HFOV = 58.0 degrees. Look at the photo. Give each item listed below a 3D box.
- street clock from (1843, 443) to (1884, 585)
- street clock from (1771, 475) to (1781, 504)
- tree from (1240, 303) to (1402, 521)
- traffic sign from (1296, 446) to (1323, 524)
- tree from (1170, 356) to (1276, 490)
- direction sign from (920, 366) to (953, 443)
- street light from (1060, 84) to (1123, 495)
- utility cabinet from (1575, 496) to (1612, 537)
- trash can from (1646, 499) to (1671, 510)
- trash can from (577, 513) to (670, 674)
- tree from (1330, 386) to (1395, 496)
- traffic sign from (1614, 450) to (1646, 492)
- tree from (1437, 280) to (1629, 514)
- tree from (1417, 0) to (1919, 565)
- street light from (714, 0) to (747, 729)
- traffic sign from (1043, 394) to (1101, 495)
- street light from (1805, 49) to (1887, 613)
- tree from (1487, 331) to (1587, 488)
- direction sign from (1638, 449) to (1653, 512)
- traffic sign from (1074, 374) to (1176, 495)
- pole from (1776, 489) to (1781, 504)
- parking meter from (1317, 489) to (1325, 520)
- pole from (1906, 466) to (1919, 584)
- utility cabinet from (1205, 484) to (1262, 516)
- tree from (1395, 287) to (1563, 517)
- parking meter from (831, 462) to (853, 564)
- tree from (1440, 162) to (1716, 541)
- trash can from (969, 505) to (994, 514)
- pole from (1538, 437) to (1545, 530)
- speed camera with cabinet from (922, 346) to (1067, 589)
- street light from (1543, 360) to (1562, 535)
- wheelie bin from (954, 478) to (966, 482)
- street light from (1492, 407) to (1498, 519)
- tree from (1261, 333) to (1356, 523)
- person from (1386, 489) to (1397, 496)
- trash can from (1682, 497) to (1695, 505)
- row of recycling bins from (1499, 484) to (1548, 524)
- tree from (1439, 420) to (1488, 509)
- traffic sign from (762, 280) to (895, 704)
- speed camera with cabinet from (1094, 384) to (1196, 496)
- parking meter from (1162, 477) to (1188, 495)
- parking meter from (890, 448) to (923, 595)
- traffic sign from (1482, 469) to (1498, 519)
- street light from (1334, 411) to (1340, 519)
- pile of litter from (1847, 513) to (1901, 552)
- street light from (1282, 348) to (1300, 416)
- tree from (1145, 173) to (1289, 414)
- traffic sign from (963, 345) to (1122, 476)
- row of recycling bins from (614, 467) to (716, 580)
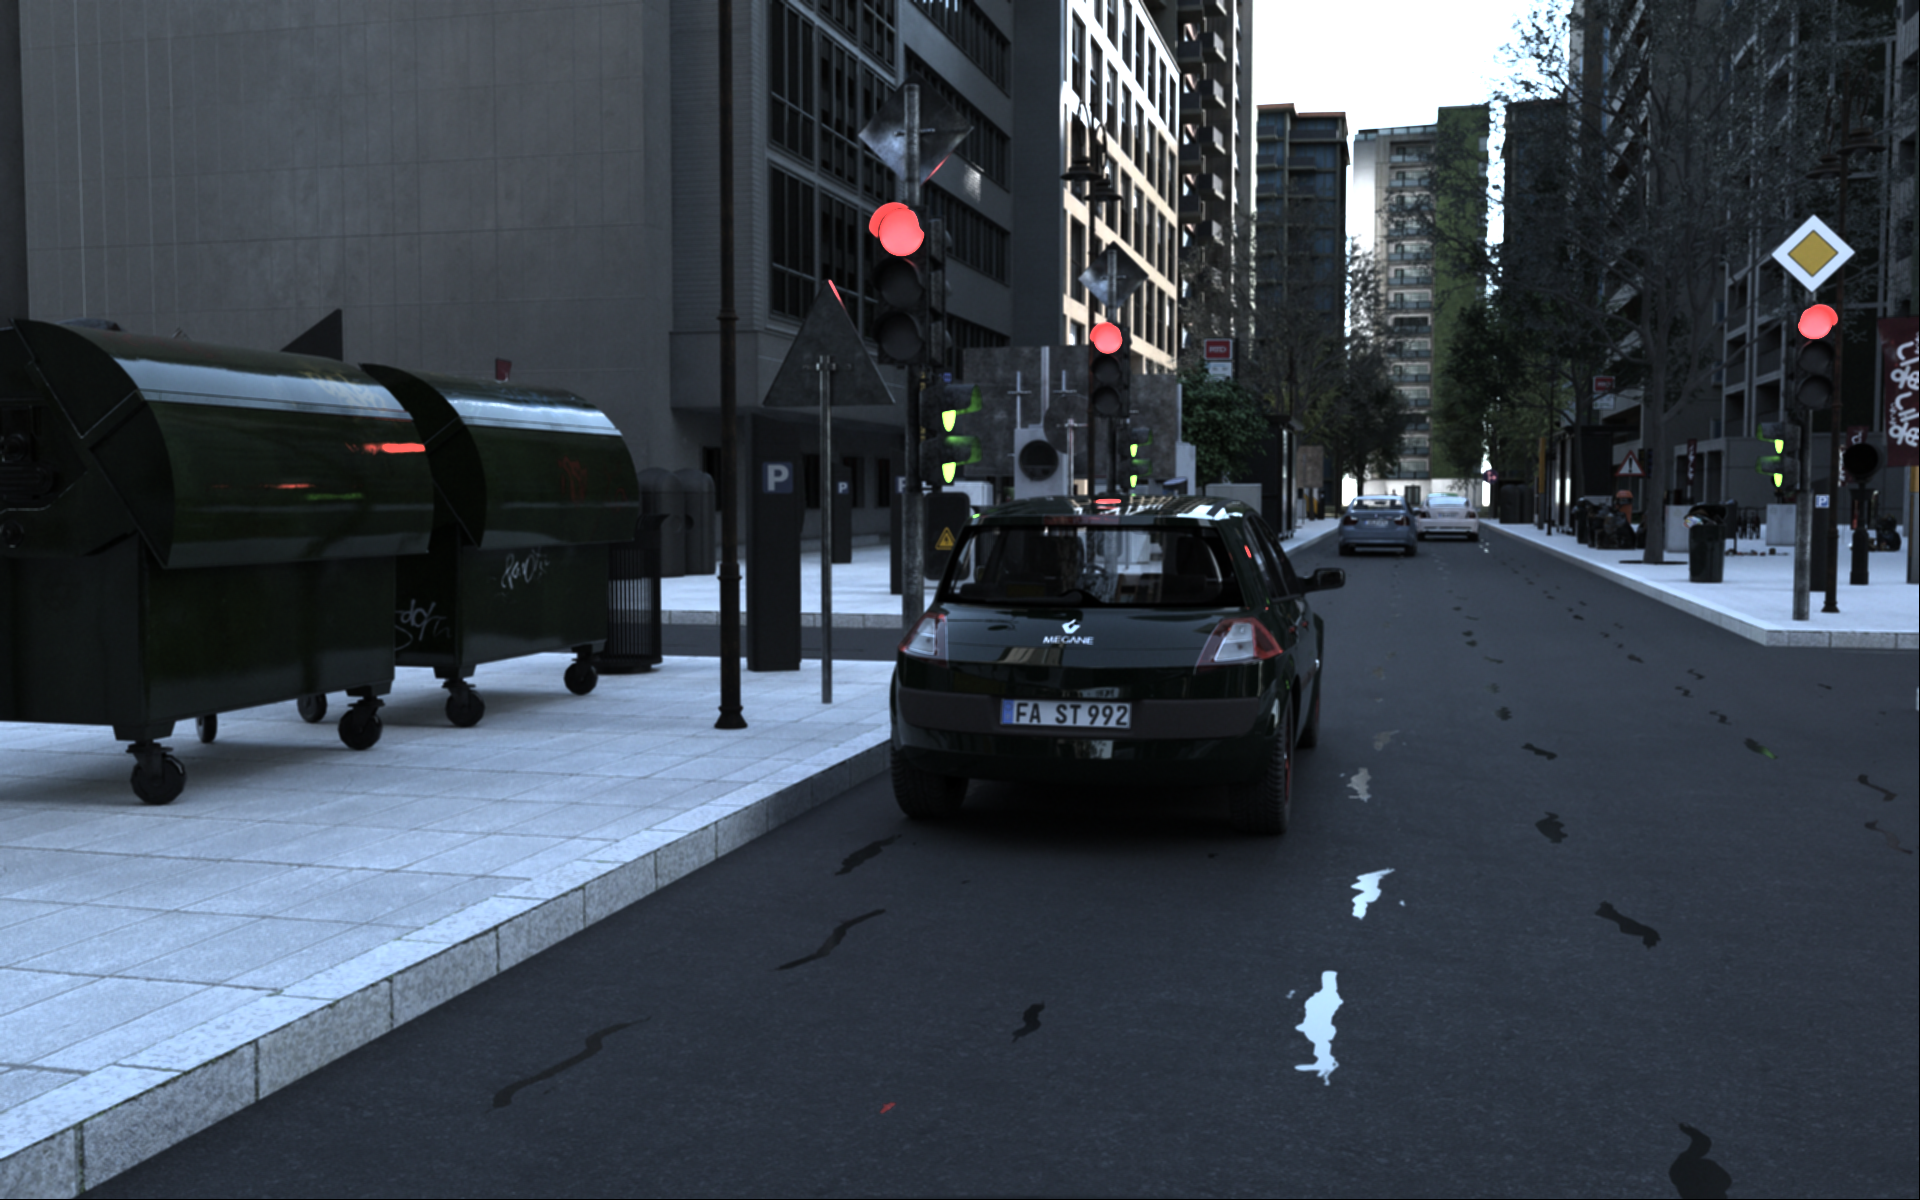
[{"bbox_3d":[12.731,-1.216,24.460,0.471,2.002,0.358,3,5,44],"label":"street clock"},{"bbox_3d":[28.178,-3.367,59.614,0.471,2.002,0.358,3,4,39],"label":"street clock"},{"bbox_3d":[17.095,-9.146,83.946,8.767,10.594,7.601,0,4,2],"label":"tree"},{"bbox_3d":[14.231,-4.860,73.335,2.265,3.308,0.079,2,4,24],"label":"traffic sign"},{"bbox_3d":[5.732,-3.494,40.837,4.285,4.588,4.351,0,3,0],"label":"tree"},{"bbox_3d":[-0.508,-2.362,30.619,0.876,3.537,0.379,-2,4,-33],"label":"direction sign"},{"bbox_3d":[1.528,-2.894,20.111,0.468,5.910,1.993,1,4,14],"label":"street light"},{"bbox_3d":[19.011,-2.492,51.912,1.020,1.237,0.306,1,4,10],"label":"utility cabinet"},{"bbox_3d":[21.501,-2.549,53.336,0.748,1.137,0.748,0,3,0],"label":"trash can"},{"bbox_3d":[-2.466,-0.053,12.516,0.748,1.137,0.748,0,3,0],"label":"trash can"},{"bbox_3d":[35.628,-14.315,152.180,7.486,12.596,7.792,0,3,0],"label":"tree"},{"bbox_3d":[19.822,-3.135,51.259,0.884,2.594,0.081,1,4,16],"label":"traffic sign"},{"bbox_3d":[26.838,-9.503,81.133,9.928,11.665,9.643,0,3,0],"label":"tree"},{"bbox_3d":[12.911,-7.406,31.452,12.009,13.543,11.850,0,3,0],"label":"tree"},{"bbox_3d":[-1.260,-2.236,9.347,0.468,5.910,1.993,1,4,14],"label":"street light"},{"bbox_3d":[1.411,-1.348,22.143,0.768,2.556,0.104,1,4,22],"label":"traffic sign"},{"bbox_3d":[9.446,-2.803,18.618,0.468,5.910,1.993,1,4,14],"label":"street light"},{"bbox_3d":[24.254,-7.484,72.728,4.737,8.622,4.395,0,3,0],"label":"tree"},{"bbox_3d":[34.304,-5.793,86.705,0.876,3.537,0.379,-1,4,-15],"label":"direction sign"},{"bbox_3d":[2.545,-2.185,29.602,2.265,3.308,0.079,1,4,15],"label":"traffic sign"},{"bbox_3d":[31.218,-4.415,66.032,0.158,3.312,0.155,0,3,0],"label":"pole"},{"bbox_3d":[18.193,-4.824,87.284,0.372,1.533,0.369,0,3,0],"label":"parking meter"},{"bbox_3d":[13.645,-1.884,24.654,0.158,3.312,0.155,0,3,0],"label":"pole"},{"bbox_3d":[5.932,-1.771,37.643,1.173,1.500,0.318,2,4,26],"label":"utility cabinet"},{"bbox_3d":[29.277,-10.836,95.298,7.486,12.596,7.792,0,3,0],"label":"tree"},{"bbox_3d":[-2.199,-1.609,32.012,0.399,1.863,0.255,-2,4,-27],"label":"parking meter"},{"bbox_3d":[16.528,-6.867,46.694,7.601,10.594,8.767,1,4,21],"label":"tree"},{"bbox_3d":[0.486,-0.619,21.776,0.748,1.137,0.748,0,3,0],"label":"trash can"},{"bbox_3d":[20.921,-4.187,62.300,0.158,3.312,0.155,0,3,0],"label":"pole"},{"bbox_3d":[0.431,-1.771,23.291,2.038,3.252,0.660,1,4,13],"label":"speed camera with cabinet"},{"bbox_3d":[18.326,-4.948,53.694,0.468,5.910,1.993,1,4,14],"label":"street light"},{"bbox_3d":[-0.235,-1.630,34.558,0.980,1.594,0.693,0,4,-7],"label":"wheelie bin"},{"bbox_3d":[27.679,-7.135,89.444,0.468,5.910,1.993,1,4,14],"label":"street light"},{"bbox_3d":[15.086,-7.719,76.574,4.737,8.622,4.395,0,3,0],"label":"tree"},{"bbox_3d":[27.243,-6.126,109.459,0.742,1.727,0.445,1,4,17],"label":"person"},{"bbox_3d":[33.687,-4.199,80.312,0.748,1.137,0.748,0,3,0],"label":"trash can"},{"bbox_3d":[24.673,-4.181,75.475,3.534,1.692,1.069,-3,5,-44],"label":"row of recycling bins"},{"bbox_3d":[43.415,-12.121,148.532,4.360,8.622,3.978,0,3,0],"label":"tree"},{"bbox_3d":[-0.816,-0.645,10.550,0.884,2.594,0.081,1,4,21],"label":"traffic sign"},{"bbox_3d":[3.329,-2.276,31.552,0.660,3.252,2.038,-3,5,-42],"label":"speed camera with cabinet"},{"bbox_3d":[3.224,-1.075,25.994,0.372,1.533,0.369,0,3,0],"label":"parking meter"},{"bbox_3d":[-0.684,-1.004,22.128,0.399,1.863,0.255,0,4,5],"label":"parking meter"},{"bbox_3d":[26.744,-5.338,87.378,0.768,2.556,0.104,1,4,19],"label":"traffic sign"},{"bbox_3d":[19.575,-7.164,89.912,0.468,5.910,1.993,1,4,14],"label":"street light"},{"bbox_3d":[20.622,-1.538,39.105,1.719,0.858,1.176,-3,4,-37],"label":"pile of litter"},{"bbox_3d":[10.504,-5.030,55.024,0.468,5.910,1.993,1,4,14],"label":"street light"},{"bbox_3d":[12.516,-9.493,65.579,12.009,13.543,11.850,0,3,0],"label":"tree"},{"bbox_3d":[1.113,-1.832,23.831,2.265,3.308,0.079,1,4,19],"label":"traffic sign"},{"bbox_3d":[-4.997,-1.187,26.529,1.069,1.692,3.534,2,4,32],"label":"row of recycling bins"}]
